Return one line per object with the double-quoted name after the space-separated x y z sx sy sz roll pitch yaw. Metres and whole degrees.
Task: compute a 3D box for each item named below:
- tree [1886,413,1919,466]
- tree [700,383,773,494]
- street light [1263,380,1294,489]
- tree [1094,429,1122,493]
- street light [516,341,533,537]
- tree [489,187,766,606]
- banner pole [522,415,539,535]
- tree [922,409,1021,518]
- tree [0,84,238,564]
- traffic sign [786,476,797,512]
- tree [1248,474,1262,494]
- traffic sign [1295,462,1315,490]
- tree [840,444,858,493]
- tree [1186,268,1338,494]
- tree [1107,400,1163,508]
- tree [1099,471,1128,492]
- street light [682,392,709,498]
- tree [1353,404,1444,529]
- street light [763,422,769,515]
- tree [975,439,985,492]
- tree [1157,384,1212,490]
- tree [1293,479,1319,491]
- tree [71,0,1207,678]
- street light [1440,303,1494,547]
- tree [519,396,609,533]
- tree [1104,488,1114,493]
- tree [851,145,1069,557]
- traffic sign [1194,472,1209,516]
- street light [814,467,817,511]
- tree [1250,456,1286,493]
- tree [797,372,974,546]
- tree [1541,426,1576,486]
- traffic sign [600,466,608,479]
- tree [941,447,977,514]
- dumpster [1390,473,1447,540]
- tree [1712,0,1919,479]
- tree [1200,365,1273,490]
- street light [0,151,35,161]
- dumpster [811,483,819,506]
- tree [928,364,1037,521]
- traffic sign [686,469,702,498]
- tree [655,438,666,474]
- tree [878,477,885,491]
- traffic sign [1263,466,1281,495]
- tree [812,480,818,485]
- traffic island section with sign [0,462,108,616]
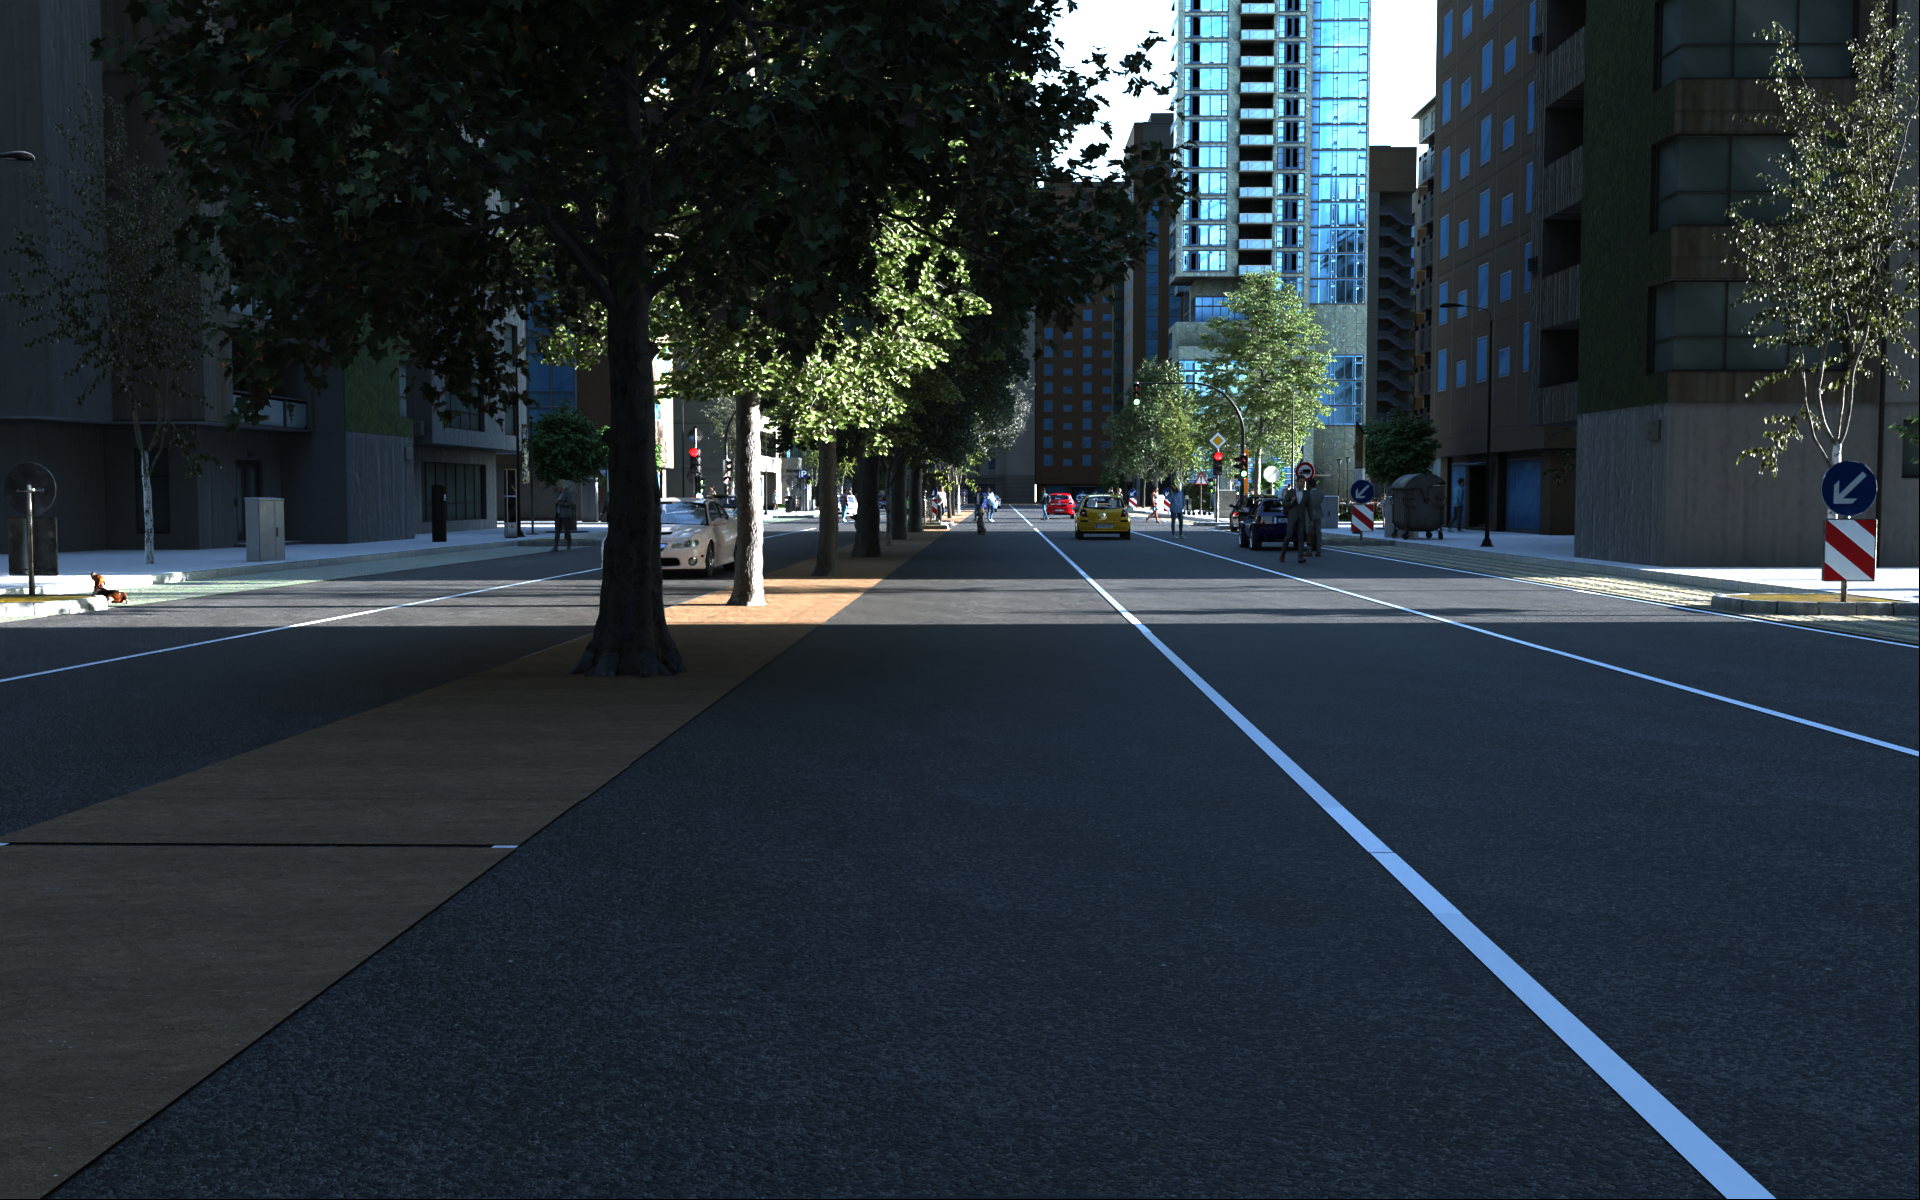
12.578 -1.627 21.207 1.663 3.219 1.824 0 3 0 "tree"
-12.869 -9.132 99.675 4.360 8.622 3.978 0 3 0 "tree"
12.970 -5.983 70.367 1.470 5.913 1.316 0 4 1 "street light"
15.745 -13.748 175.149 4.360 8.622 3.978 0 3 0 "tree"
-12.635 -4.832 51.550 1.470 5.913 1.316 0 4 1 "street light"
-2.816 -6.222 22.310 7.486 12.596 7.792 0 3 0 "tree"
-13.656 -3.962 54.795 0.401 3.779 0.863 1 4 14 "banner pole"
-0.575 -10.098 101.967 8.767 10.594 7.601 0 4 1 "tree"
-14.918 -4.955 31.379 4.360 8.622 3.978 0 3 0 "tree"
-11.837 -7.451 121.926 0.768 2.556 0.104 0 4 4 "traffic sign"
24.470 -9.060 142.734 1.663 3.219 1.824 0 3 0 "tree"
13.780 -4.230 69.267 0.768 2.556 0.104 0 4 4 "traffic sign"
-11.254 -13.749 175.159 4.360 8.622 3.978 0 3 0 "tree"
15.457 -10.346 87.288 7.486 12.596 7.792 0 3 0 "tree"
16.823 -13.521 155.481 7.601 10.594 8.767 -1 4 -18 "tree"
17.058 -12.739 192.003 4.285 4.588 4.351 0 3 0 "tree"
-12.060 -6.499 78.793 1.470 5.913 1.316 0 4 1 "street light"
15.974 -4.855 63.086 4.285 4.588 4.351 0 3 0 "tree"
-11.433 -8.212 106.804 1.470 5.913 1.316 0 4 1 "street light"
-0.044 -10.770 128.903 4.737 8.622 4.395 0 3 0 "tree"
14.988 -10.159 116.457 4.737 8.622 4.395 0 3 0 "tree"
23.191 -7.477 116.858 1.663 3.219 1.824 0 3 0 "tree"
-2.627 -5.762 13.667 9.611 12.733 9.660 0 3 0 "tree"
12.335 -4.258 42.158 1.470 5.913 1.316 0 4 1 "street light"
-13.242 -4.535 57.861 4.285 4.588 4.351 0 3 0 "tree"
17.135 -12.496 198.917 1.663 3.219 1.824 0 3 0 "tree"
-2.126 -7.944 38.999 9.857 13.997 8.962 0 3 0 "tree"
14.202 -6.243 102.083 0.884 2.594 0.081 0 4 2 "traffic sign"
-10.812 -9.919 134.717 1.470 5.913 1.316 0 4 1 "street light"
26.436 -10.069 148.338 4.285 4.588 4.351 0 3 0 "tree"
-1.915 -5.758 46.968 4.737 8.622 4.395 0 3 0 "tree"
17.862 -5.975 48.046 4.360 8.622 3.978 0 3 0 "tree"
-12.855 -3.880 63.174 0.795 2.593 0.064 0 4 3 "traffic sign"
-0.146 -10.415 123.106 4.360 8.622 3.978 0 3 0 "tree"
13.072 -2.668 49.376 1.264 1.857 1.865 0 4 1 "dumpster"
13.198 -4.616 25.837 4.360 8.622 3.978 0 3 0 "tree"
15.170 -8.883 95.593 4.360 8.622 3.978 0 3 0 "tree"
-13.241 -3.125 23.636 1.470 5.913 1.316 0 4 1 "street light"
-11.368 -8.433 140.371 1.502 2.255 1.985 0 4 1 "dumpster"
-1.073 -10.839 90.043 12.009 13.543 11.850 0 3 0 "tree"
-12.753 -5.075 83.084 0.768 2.556 0.104 1 4 8 "traffic sign"
-13.886 -5.389 71.830 4.285 4.588 4.351 0 3 0 "tree"
-10.152 -13.435 203.367 4.285 4.588 4.351 0 3 0 "tree"
13.911 -4.721 77.292 0.768 2.556 0.104 0 4 7 "traffic sign"
-12.145 -9.537 150.529 1.663 3.219 1.824 0 3 0 "tree"
-11.610 -0.761 21.070 1.989 1.847 2.006 0 4 1 "traffic island section with sign"
